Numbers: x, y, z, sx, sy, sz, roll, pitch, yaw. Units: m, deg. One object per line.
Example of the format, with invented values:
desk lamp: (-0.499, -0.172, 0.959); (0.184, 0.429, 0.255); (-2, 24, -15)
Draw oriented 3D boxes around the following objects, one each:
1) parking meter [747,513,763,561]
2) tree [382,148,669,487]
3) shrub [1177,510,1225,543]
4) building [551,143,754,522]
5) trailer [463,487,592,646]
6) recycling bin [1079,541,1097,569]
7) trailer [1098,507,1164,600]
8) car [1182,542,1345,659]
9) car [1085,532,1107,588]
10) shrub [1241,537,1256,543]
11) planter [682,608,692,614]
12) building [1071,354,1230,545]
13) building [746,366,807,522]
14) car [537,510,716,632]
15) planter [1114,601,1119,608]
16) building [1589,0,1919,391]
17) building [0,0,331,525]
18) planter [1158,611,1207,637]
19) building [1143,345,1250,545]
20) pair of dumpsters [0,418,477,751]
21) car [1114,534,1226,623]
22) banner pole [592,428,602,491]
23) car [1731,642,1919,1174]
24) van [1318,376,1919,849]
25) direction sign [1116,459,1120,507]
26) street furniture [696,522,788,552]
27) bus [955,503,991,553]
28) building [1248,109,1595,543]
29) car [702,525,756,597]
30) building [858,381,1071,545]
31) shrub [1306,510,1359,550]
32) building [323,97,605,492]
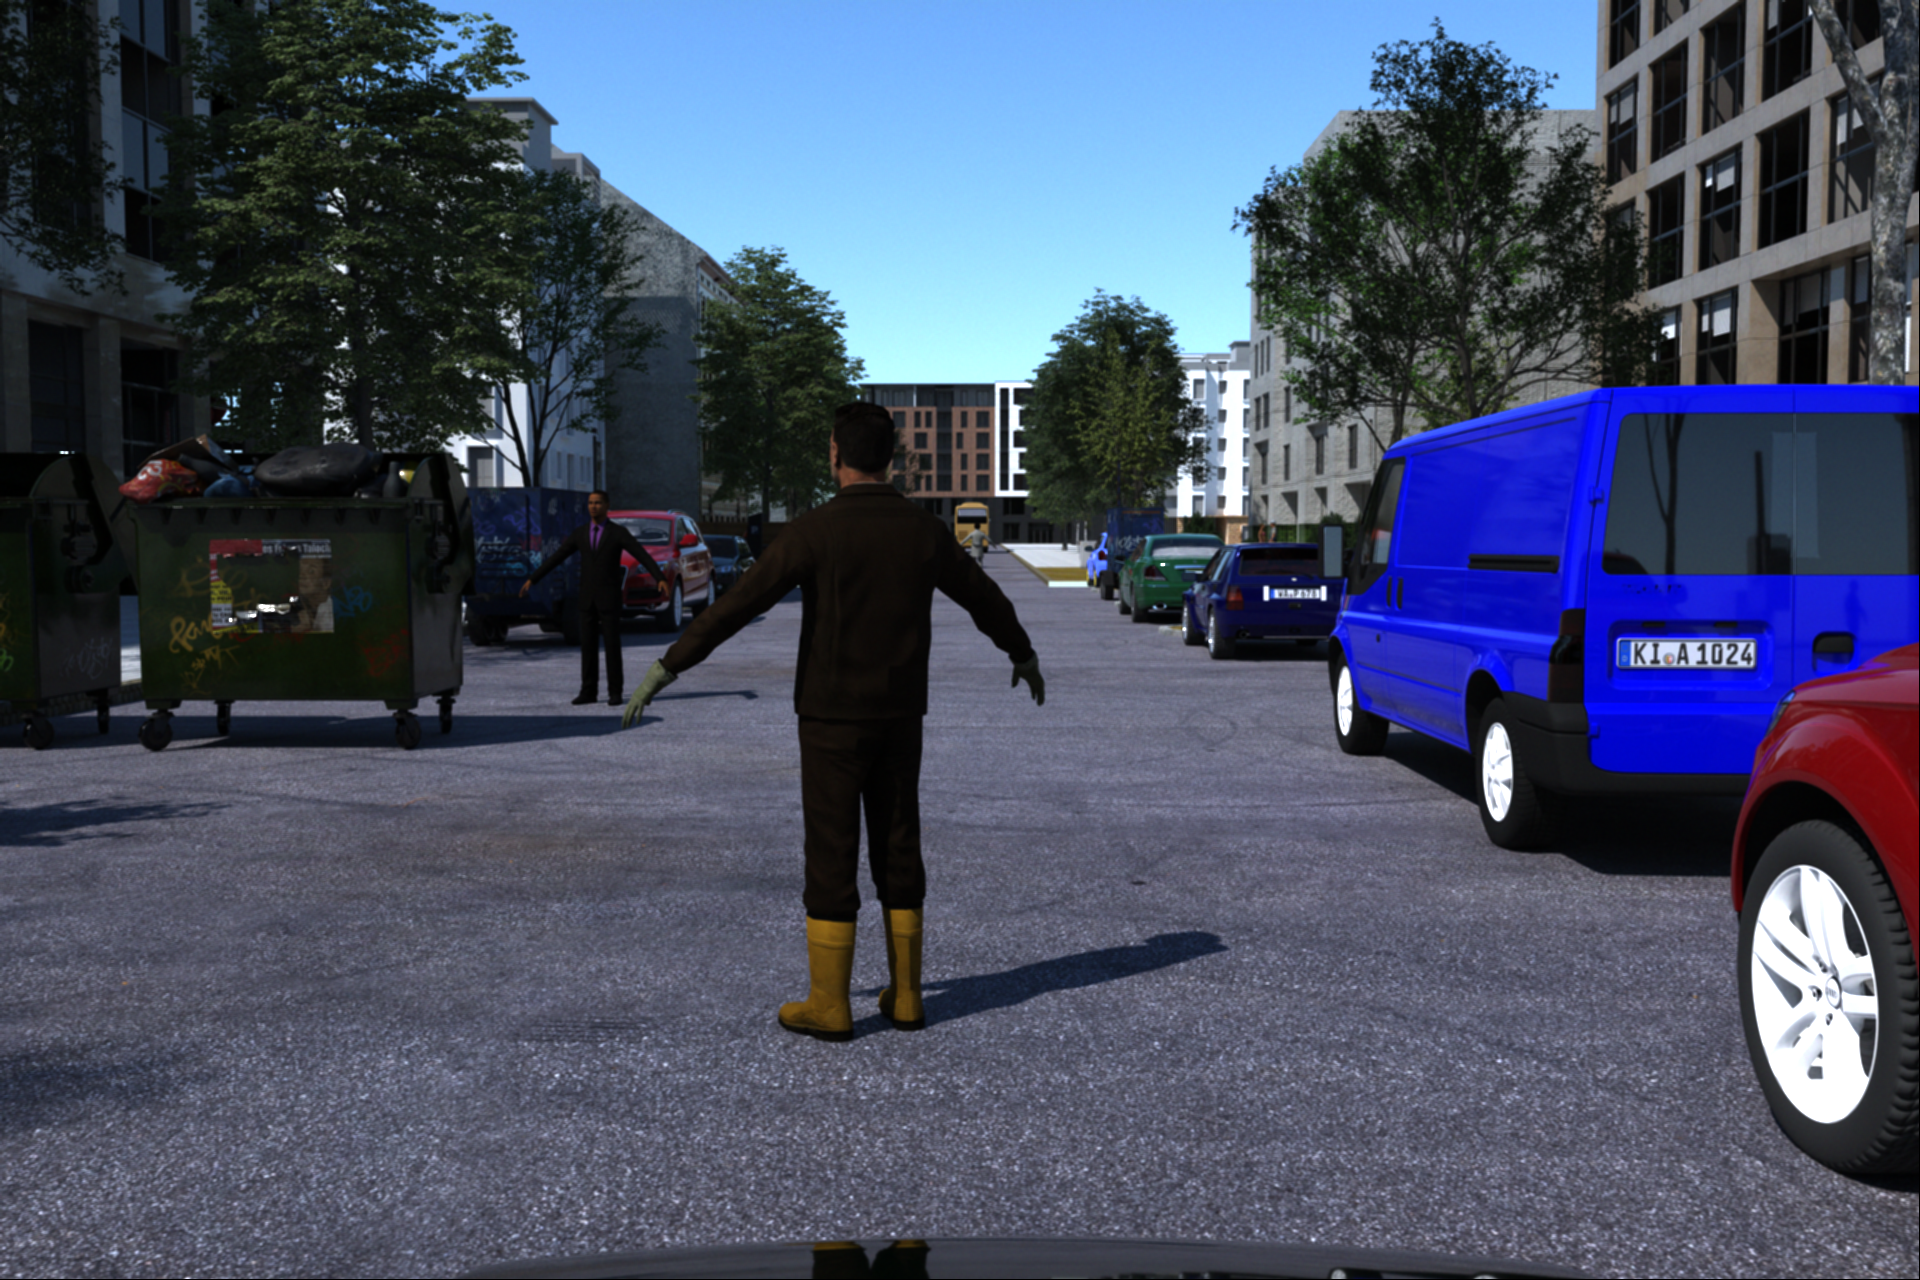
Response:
parking meter: (-5.588, -2.535, 47.159); (0.399, 1.863, 0.255); (0, 4, 1)
tree: (-11.611, -7.392, 46.621); (9.928, 11.665, 9.643); (0, 3, 0)
shrub: (7.259, -2.952, 52.689); (1.690, 2.028, 1.600); (0, 3, 0)
building: (-23.126, -16.608, 102.476); (19.493, 23.208, 18.063); (0, 4, 1)
trailer: (-5.545, -0.901, 21.785); (1.471, 1.999, 3.904); (0, 4, 1)
recycling bin: (4.840, -3.188, 64.679); (0.722, 1.027, 0.722); (0, 3, 0)
trailer: (3.809, -1.923, 38.491); (1.471, 1.999, 3.904); (0, 4, 0)
car: (3.738, -0.523, 21.126); (1.945, 1.354, 3.894); (0, 4, 0)
car: (4.327, -2.246, 46.306); (1.945, 1.707, 3.694); (0, 4, 0)
shrub: (10.430, -3.142, 62.481); (1.383, 1.207, 1.383); (0, 3, 0)
planter: (-5.681, -0.669, 32.071); (1.991, 0.319, 1.994); (0, 4, 2)
building: (27.482, -22.547, 212.618); (27.936, 21.610, 32.646); (0, 4, 1)
building: (-25.574, -21.035, 174.857); (19.493, 23.208, 18.063); (0, 4, 2)
car: (-5.089, -1.116, 26.919); (2.281, 1.827, 5.304); (0, 4, 1)
planter: (4.066, -0.800, 34.226); (1.991, 0.319, 1.994); (0, 4, 2)
building: (29.865, -14.416, 38.898); (19.351, 26.588, 34.151); (0, 4, 1)
building: (-31.644, -16.631, 38.140); (22.709, 31.103, 35.509); (0, 4, 0)
planter: (3.888, -0.231, 24.910); (1.991, 0.319, 1.994); (0, 4, 0)
building: (24.185, -19.881, 181.468); (16.016, 20.090, 11.380); (0, 4, 0)
pair of dumpsters: (-5.705, -0.423, 11.873); (4.436, 2.255, 1.574); (0, 4, 1)
car: (3.720, -1.076, 29.394); (2.131, 1.459, 4.920); (0, 4, 1)
banner pole: (-8.579, -3.121, 41.038); (0.401, 3.779, 0.863); (0, 4, 2)
car: (2.941, 0.390, 2.292); (2.281, 1.827, 5.304); (0, 4, 0)
van: (3.398, -0.314, 9.515); (2.240, 2.365, 5.245); (0, 4, 1)
direction sign: (4.843, -3.731, 52.996); (0.379, 3.537, 0.876); (0, 4, 0)
street furniture: (-8.659, -3.494, 63.985); (11.010, 1.723, 9.812); (1, 4, 20)
bus: (0.972, -8.753, 134.656); (2.896, 3.916, 12.252); (0, 4, 1)
building: (24.309, -13.119, 80.947); (16.747, 18.905, 31.486); (0, 4, 1)
car: (-5.413, -1.693, 37.467); (2.009, 1.686, 4.222); (0, 4, 1)
building: (2.672, -24.305, 243.821); (32.646, 21.610, 27.936); (0, 4, 1)
shrub: (11.509, -2.993, 53.361); (1.690, 2.028, 1.600); (0, 3, 0)
building: (-23.573, -13.464, 76.562); (16.016, 20.090, 11.380); (0, 4, 2)
